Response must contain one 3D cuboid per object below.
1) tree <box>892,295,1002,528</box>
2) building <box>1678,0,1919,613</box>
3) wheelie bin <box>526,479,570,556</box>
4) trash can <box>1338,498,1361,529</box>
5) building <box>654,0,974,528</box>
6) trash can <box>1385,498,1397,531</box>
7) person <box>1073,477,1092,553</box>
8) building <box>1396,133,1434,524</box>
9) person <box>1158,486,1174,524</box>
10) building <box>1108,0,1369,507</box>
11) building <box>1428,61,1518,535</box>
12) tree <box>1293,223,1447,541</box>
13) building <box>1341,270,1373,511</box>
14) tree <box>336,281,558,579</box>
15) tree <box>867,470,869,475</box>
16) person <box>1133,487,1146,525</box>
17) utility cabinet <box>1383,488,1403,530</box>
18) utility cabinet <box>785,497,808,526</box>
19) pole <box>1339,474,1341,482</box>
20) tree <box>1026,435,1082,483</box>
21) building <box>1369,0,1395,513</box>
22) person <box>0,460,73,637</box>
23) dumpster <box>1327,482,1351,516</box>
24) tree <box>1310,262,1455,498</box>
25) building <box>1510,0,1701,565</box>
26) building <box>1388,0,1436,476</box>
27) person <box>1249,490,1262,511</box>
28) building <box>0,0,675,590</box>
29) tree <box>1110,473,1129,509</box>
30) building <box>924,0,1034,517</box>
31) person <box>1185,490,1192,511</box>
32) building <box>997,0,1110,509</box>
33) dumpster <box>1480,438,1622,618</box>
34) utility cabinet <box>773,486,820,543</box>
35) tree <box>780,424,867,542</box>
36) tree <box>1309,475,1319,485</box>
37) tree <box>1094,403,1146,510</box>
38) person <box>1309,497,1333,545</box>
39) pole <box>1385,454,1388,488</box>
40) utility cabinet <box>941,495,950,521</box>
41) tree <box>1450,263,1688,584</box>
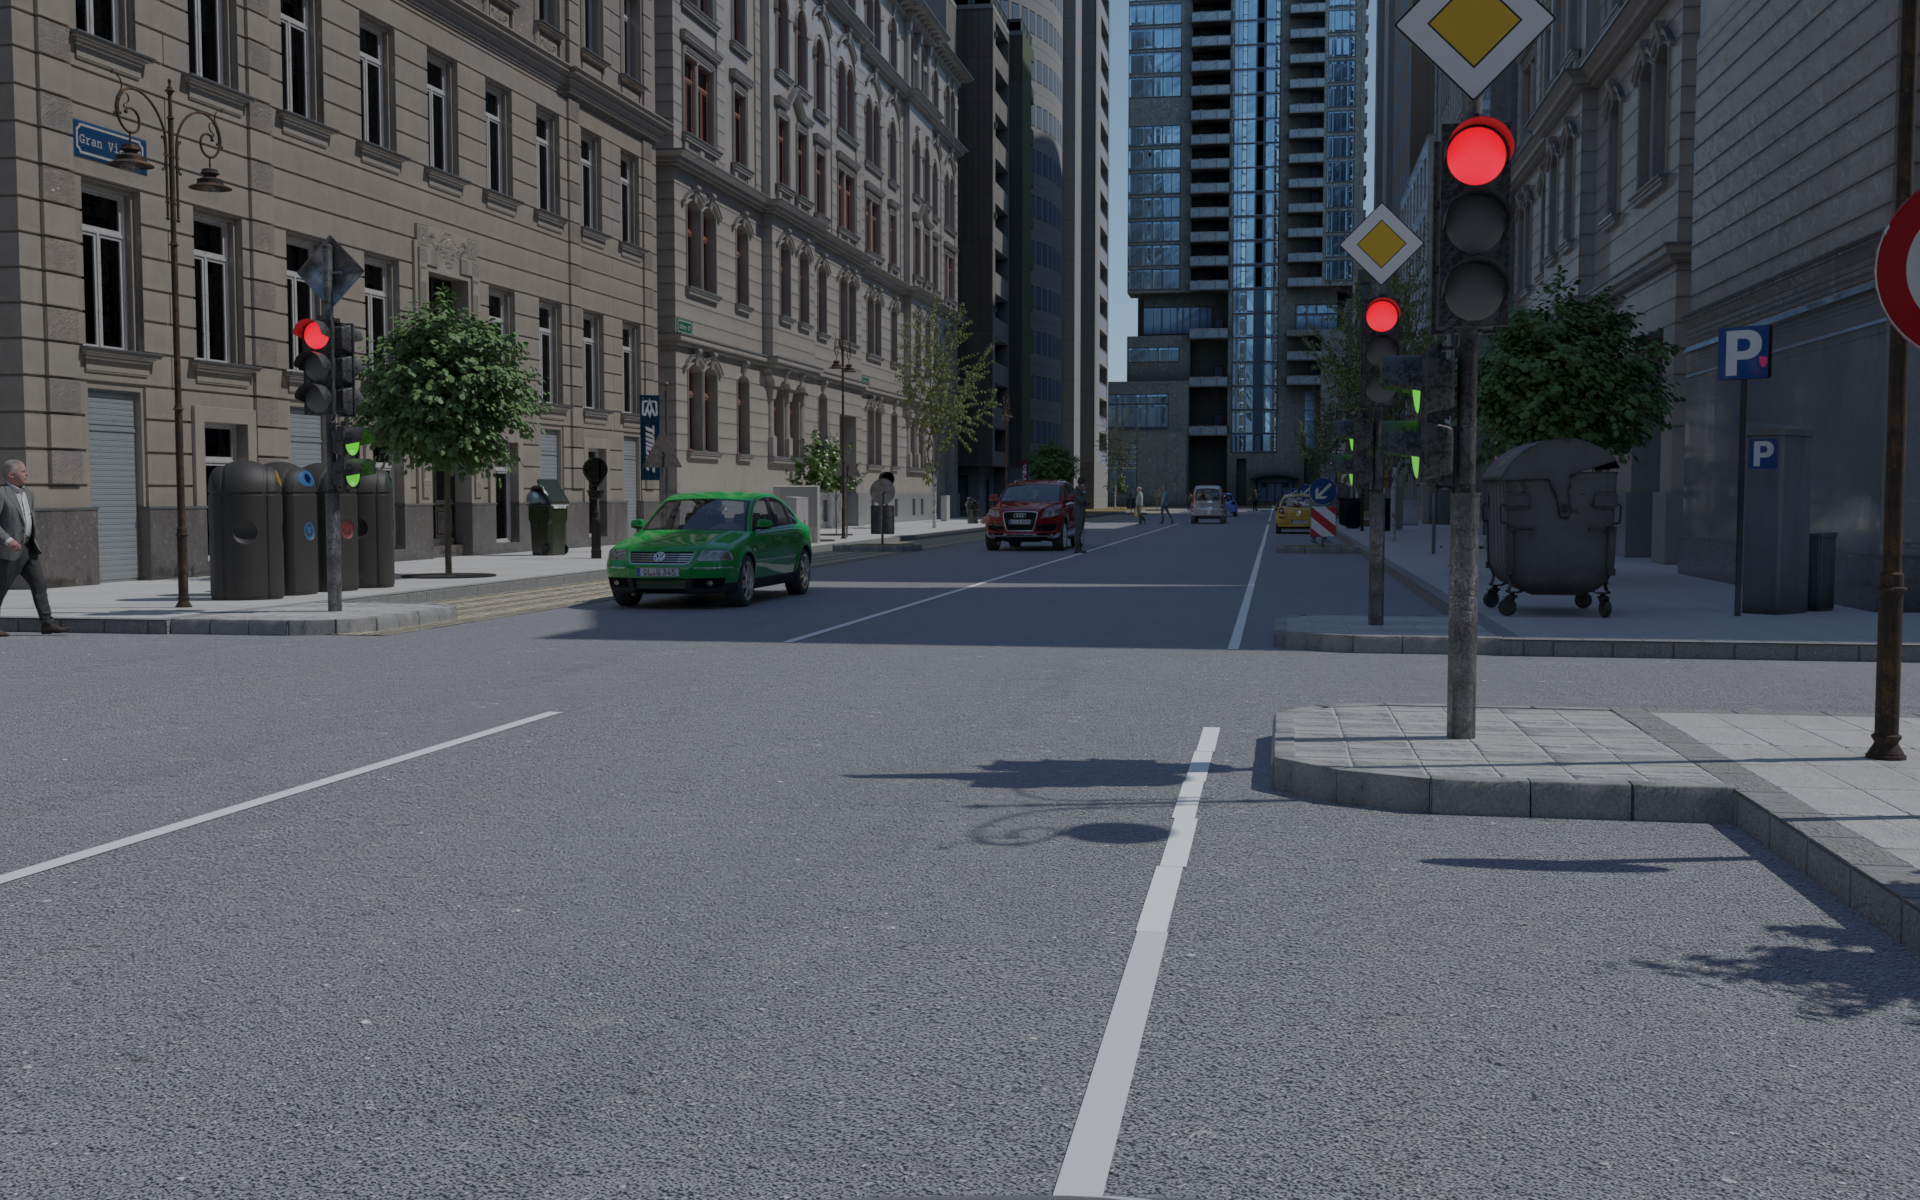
[{"bbox_3d":[-0.759,-7.020,65.133,4.737,8.622,4.395,0,3,0],"label":"tree"},{"bbox_3d":[19.526,-10.519,21.138,18.267,20.994,9.793,1,4,10],"label":"building"},{"bbox_3d":[-8.658,-1.735,36.273,0.693,1.594,0.980,2,4,25],"label":"wheelie bin"},{"bbox_3d":[14.635,-3.230,64.462,0.748,1.137,0.748,0,3,0],"label":"trash can"},{"bbox_3d":[-8.119,-18.095,83.249,14.401,28.519,23.554,1,4,10],"label":"building"},{"bbox_3d":[14.727,-2.956,59.976,0.748,1.137,0.748,0,3,0],"label":"trash can"},{"bbox_3d":[2.964,-2.060,41.983,0.447,1.846,0.655,1,4,9],"label":"person"},{"bbox_3d":[26.396,-13.828,80.847,10.420,20.320,16.860,1,4,10],"label":"building"},{"bbox_3d":[9.864,-4.566,83.009,0.748,1.841,0.638,3,4,36],"label":"person"},{"bbox_3d":[30.247,-53.416,186.028,31.000,86.520,22.319,1,4,10],"label":"building"},{"bbox_3d":[24.014,-14.924,62.026,12.078,24.808,19.932,1,4,10],"label":"building"},{"bbox_3d":[11.707,-5.927,47.270,4.737,8.622,4.395,0,3,0],"label":"tree"},{"bbox_3d":[46.768,-18.368,145.363,27.650,21.520,28.899,1,4,10],"label":"building"},{"bbox_3d":[-7.855,-2.631,26.735,4.285,4.588,4.351,0,3,0],"label":"tree"},{"bbox_3d":[-3.848,-3.600,53.469,1.663,3.219,1.824,0,3,0],"label":"tree"},{"bbox_3d":[8.384,-4.383,80.648,0.515,1.767,0.782,0,4,-6],"label":"person"},{"bbox_3d":[15.294,-3.235,61.575,1.173,1.500,0.318,-3,5,-44],"label":"utility cabinet"},{"bbox_3d":[-4.073,-1.970,43.365,0.306,1.237,1.020,1,4,12],"label":"utility cabinet"},{"bbox_3d":[19.897,-5.904,90.379,0.158,3.312,0.155,0,3,0],"label":"pole"},{"bbox_3d":[5.003,-6.833,95.439,4.285,4.588,4.351,0,3,0],"label":"tree"},{"bbox_3d":[38.551,-35.094,115.786,21.231,58.520,28.212,1,4,10],"label":"building"},{"bbox_3d":[-9.425,-0.521,17.422,0.834,1.777,0.661,0,4,2],"label":"person"},{"bbox_3d":[18.480,-4.832,84.757,1.264,1.857,1.865,1,4,10],"label":"dumpster"},{"bbox_3d":[13.281,-6.387,54.788,4.360,8.622,3.978,0,3,0],"label":"tree"},{"bbox_3d":[20.872,-15.470,40.320,14.401,28.519,23.554,1,4,10],"label":"building"},{"bbox_3d":[31.524,-27.260,95.810,14.600,45.320,14.200,1,4,10],"label":"building"},{"bbox_3d":[25.354,-8.569,148.745,1.348,1.807,0.705,-1,4,-20],"label":"person"},{"bbox_3d":[-15.793,-14.555,35.241,12.463,27.353,25.104,1,4,10],"label":"building"},{"bbox_3d":[13.549,-9.195,144.938,1.663,3.219,1.824,0,3,0],"label":"tree"},{"bbox_3d":[-3.599,-20.184,101.717,14.160,30.474,14.107,1,4,10],"label":"building"},{"bbox_3d":[19.308,-8.327,145.373,0.721,1.735,1.217,-3,5,-42],"label":"person"},{"bbox_3d":[-0.907,-37.606,156.861,28.212,58.520,21.231,1,4,10],"label":"building"},{"bbox_3d":[6.374,-0.793,18.724,1.264,1.857,1.865,1,4,10],"label":"dumpster"},{"bbox_3d":[-4.236,-2.214,44.874,1.173,1.500,0.318,1,4,8],"label":"utility cabinet"},{"bbox_3d":[-3.830,-3.210,47.088,1.663,3.219,1.824,0,3,0],"label":"tree"},{"bbox_3d":[32.247,-10.015,158.354,1.663,3.219,1.824,0,3,0],"label":"tree"},{"bbox_3d":[12.664,-11.574,139.596,4.360,8.622,3.978,0,3,0],"label":"tree"},{"bbox_3d":[10.209,-2.464,48.772,0.713,1.824,0.794,2,4,26],"label":"person"},{"bbox_3d":[20.798,-5.545,84.510,0.158,3.312,0.155,0,3,0],"label":"pole"},{"bbox_3d":[-0.700,-4.320,81.790,0.306,1.237,1.020,1,4,8],"label":"utility cabinet"},{"bbox_3d":[8.562,-2.517,24.860,4.285,4.588,4.351,0,3,0],"label":"tree"}]
